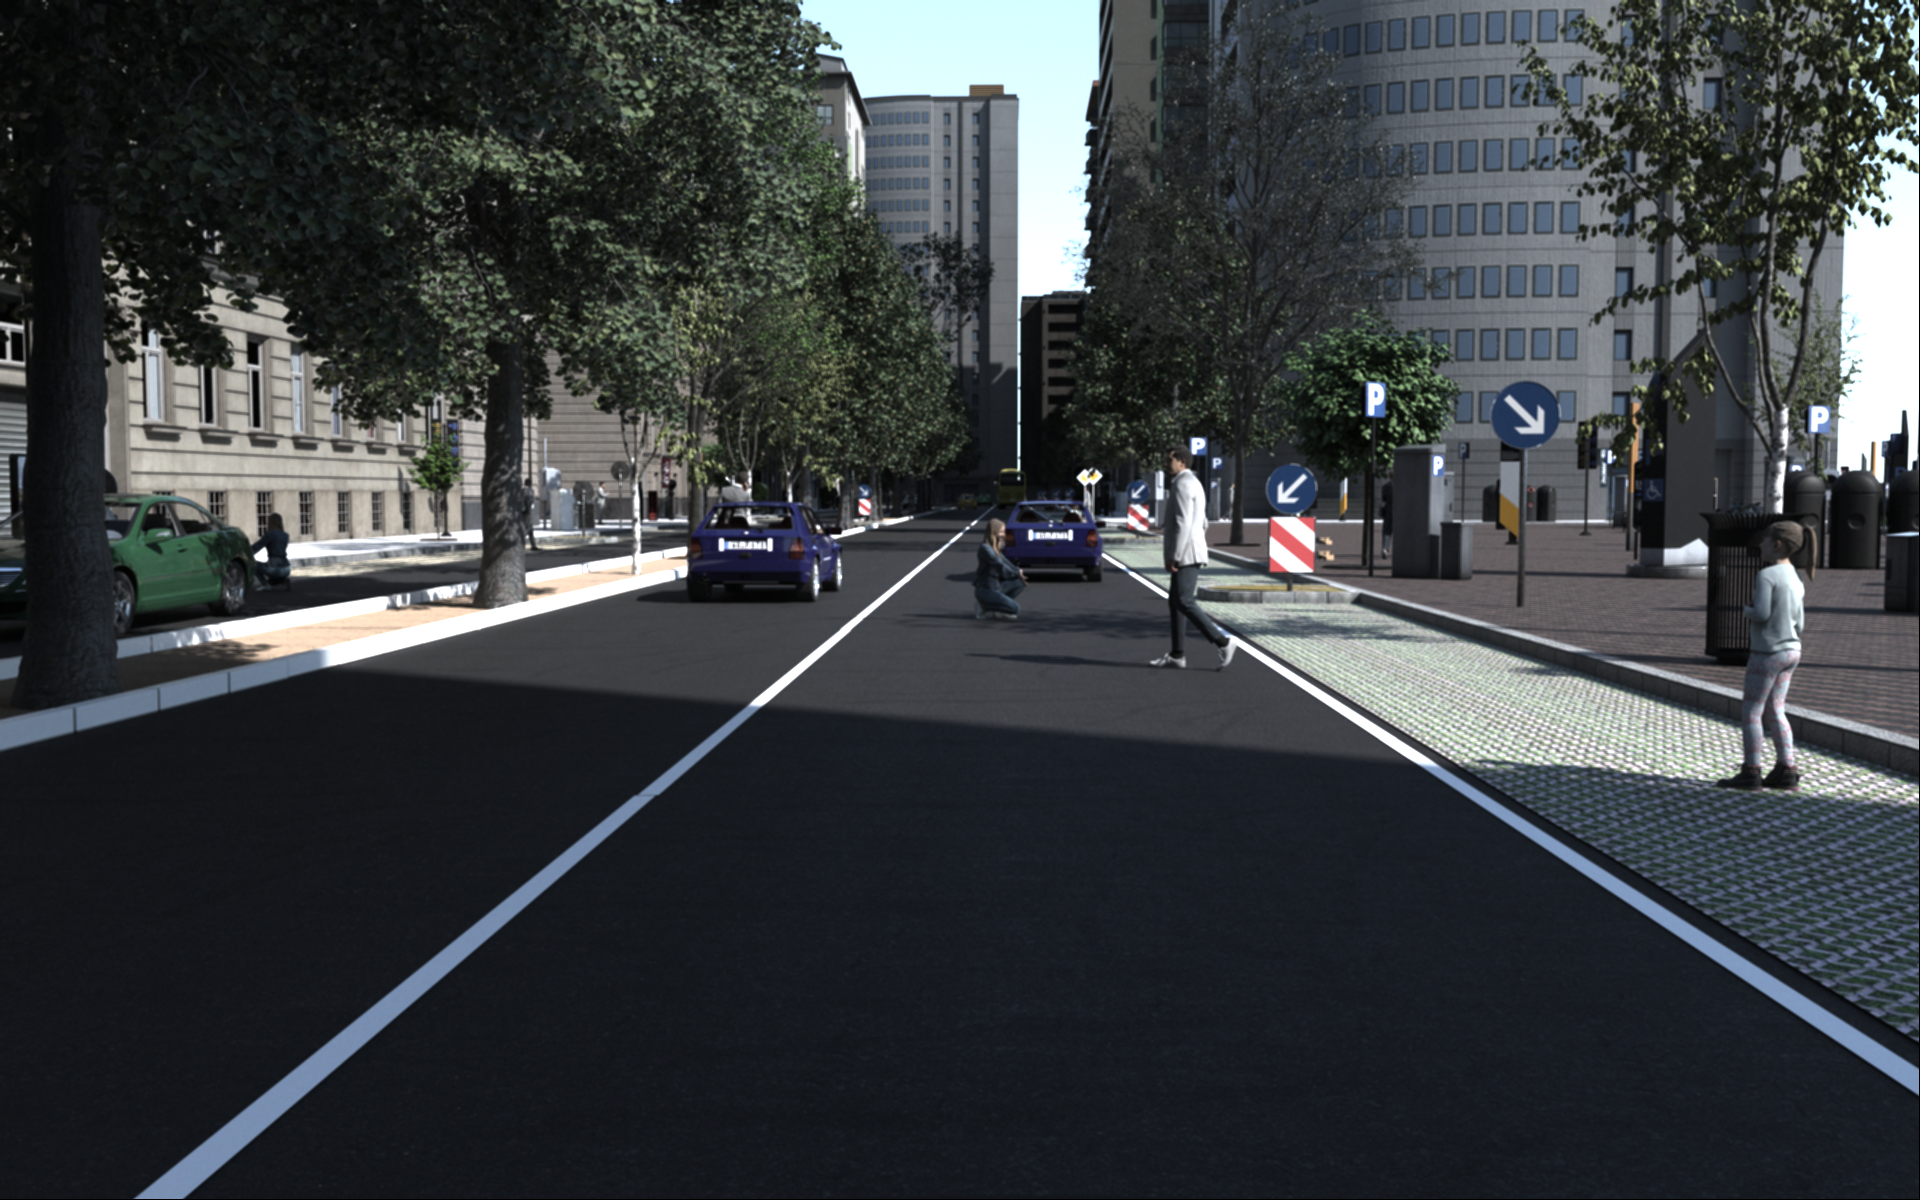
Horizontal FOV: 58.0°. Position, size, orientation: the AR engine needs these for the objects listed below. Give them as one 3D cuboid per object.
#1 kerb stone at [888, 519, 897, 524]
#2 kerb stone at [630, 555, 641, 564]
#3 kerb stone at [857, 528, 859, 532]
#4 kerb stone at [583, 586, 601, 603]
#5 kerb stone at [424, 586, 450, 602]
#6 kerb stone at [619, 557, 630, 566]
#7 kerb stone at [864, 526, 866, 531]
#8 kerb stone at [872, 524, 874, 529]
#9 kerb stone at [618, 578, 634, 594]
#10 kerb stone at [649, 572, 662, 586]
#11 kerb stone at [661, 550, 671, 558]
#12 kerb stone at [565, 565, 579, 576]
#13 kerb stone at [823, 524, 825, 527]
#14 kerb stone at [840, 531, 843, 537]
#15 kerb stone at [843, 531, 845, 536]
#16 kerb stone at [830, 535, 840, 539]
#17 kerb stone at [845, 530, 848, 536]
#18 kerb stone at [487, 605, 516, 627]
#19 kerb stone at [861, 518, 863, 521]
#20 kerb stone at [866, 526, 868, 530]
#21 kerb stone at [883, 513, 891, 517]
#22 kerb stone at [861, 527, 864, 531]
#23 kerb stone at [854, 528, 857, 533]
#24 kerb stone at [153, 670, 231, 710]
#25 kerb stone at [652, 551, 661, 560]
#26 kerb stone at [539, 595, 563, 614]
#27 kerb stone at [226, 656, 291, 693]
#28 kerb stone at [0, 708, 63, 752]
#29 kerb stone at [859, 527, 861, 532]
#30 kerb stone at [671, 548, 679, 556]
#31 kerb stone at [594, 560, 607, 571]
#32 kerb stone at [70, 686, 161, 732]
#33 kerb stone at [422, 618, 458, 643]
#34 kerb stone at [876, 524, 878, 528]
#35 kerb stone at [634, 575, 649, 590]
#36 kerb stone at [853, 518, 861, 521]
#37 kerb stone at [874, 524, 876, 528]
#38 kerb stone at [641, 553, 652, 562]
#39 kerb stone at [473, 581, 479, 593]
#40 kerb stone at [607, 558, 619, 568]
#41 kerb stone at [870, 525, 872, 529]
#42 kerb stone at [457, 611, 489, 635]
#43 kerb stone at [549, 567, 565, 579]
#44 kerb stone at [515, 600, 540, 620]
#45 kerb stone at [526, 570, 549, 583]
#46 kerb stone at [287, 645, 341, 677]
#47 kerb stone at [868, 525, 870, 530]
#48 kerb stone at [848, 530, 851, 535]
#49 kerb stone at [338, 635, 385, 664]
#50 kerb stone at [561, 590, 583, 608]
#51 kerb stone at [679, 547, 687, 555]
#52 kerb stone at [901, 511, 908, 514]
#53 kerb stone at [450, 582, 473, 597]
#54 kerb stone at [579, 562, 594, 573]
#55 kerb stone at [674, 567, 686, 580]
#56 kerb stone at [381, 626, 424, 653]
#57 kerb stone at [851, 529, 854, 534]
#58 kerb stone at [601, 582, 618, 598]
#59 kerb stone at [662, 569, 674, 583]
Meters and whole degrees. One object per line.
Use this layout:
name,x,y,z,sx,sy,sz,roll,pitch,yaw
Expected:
kerb stone,-3.286,-3.788,84.197,0.120,0.150,1.000,0,4,2
kerb stone,-6.763,-0.812,35.575,0.120,0.150,1.000,0,4,2
kerb stone,-3.891,-2.499,63.160,0.120,0.150,1.000,0,4,2
kerb stone,-5.016,-0.058,23.198,0.120,0.150,1.000,0,4,2
kerb stone,-7.110,-0.065,23.255,0.120,0.150,1.000,0,4,2
kerb stone,-6.796,-0.749,34.549,0.120,0.150,1.000,0,4,2
kerb stone,-3.798,-2.694,66.243,0.120,0.150,1.000,0,4,2
kerb stone,-3.683,-2.944,70.340,0.120,0.150,1.000,0,4,2
kerb stone,-4.960,-0.186,25.241,0.120,0.150,1.000,0,4,2
kerb stone,-4.894,-0.311,27.285,0.120,0.150,1.000,0,4,2
kerb stone,-6.676,-1.003,38.662,0.120,0.150,1.000,0,4,2
kerb stone,-6.916,-0.504,30.430,0.120,0.150,1.000,0,4,2
kerb stone,-5.693,-3.134,73.490,0.120,0.150,1.000,0,4,2
kerb stone,-4.059,-2.130,57.017,0.120,0.150,1.000,0,4,2
kerb stone,-4.035,-2.192,58.042,0.120,0.150,1.000,0,4,2
kerb stone,-4.080,-2.064,55.991,0.120,0.150,1.000,0,4,2
kerb stone,-4.005,-2.254,59.064,0.120,0.150,1.000,0,4,2
kerb stone,-5.131,0.189,19.109,0.120,0.150,1.000,0,4,2
kerb stone,-5.237,-4.110,89.392,0.120,0.150,1.000,0,4,2
kerb stone,-3.772,-2.753,67.265,0.120,0.150,1.000,0,4,2
kerb stone,-4.663,-5.364,109.907,0.120,0.150,1.000,0,4,2
kerb stone,-3.823,-2.632,65.222,0.120,0.150,1.000,0,4,2
kerb stone,-3.907,-2.443,62.131,0.120,0.150,1.000,0,4,2
kerb stone,-5.334,0.627,11.948,0.120,0.150,1.000,0,4,2
kerb stone,-6.705,-0.944,37.622,0.120,0.150,1.000,0,4,2
kerb stone,-5.068,0.066,21.154,0.120,0.150,1.000,0,4,2
kerb stone,-5.301,0.564,12.971,0.120,0.150,1.000,0,4,2
kerb stone,-5.392,0.753,9.890,0.120,0.150,1.000,0,4,2
kerb stone,-3.859,-2.569,64.194,0.120,0.150,1.000,0,4,2
kerb stone,-6.656,-1.067,39.694,0.120,0.150,1.000,0,4,2
kerb stone,-6.854,-0.630,32.488,0.120,0.150,1.000,0,4,2
kerb stone,-5.362,0.691,10.920,0.120,0.150,1.000,0,4,2
kerb stone,-5.187,0.315,17.063,0.120,0.150,1.000,0,4,2
kerb stone,-3.625,-3.070,72.393,0.120,0.150,1.000,0,4,2
kerb stone,-4.923,-0.247,26.264,0.120,0.150,1.000,0,4,2
kerb stone,-5.277,-4.047,88.370,0.120,0.150,1.000,0,4,2
kerb stone,-3.656,-3.003,71.362,0.120,0.150,1.000,0,4,2
kerb stone,-6.728,-0.876,36.597,0.120,0.150,1.000,0,4,2
kerb stone,-7.053,-0.191,25.313,0.120,0.150,1.000,0,4,2
kerb stone,-6.820,-0.693,33.519,0.120,0.150,1.000,0,4,2
kerb stone,-3.712,-2.882,69.319,0.120,0.150,1.000,0,4,2
kerb stone,-5.159,0.252,18.088,0.120,0.150,1.000,0,4,2
kerb stone,-6.941,-0.440,29.400,0.120,0.150,1.000,0,4,2
kerb stone,-5.103,0.126,20.131,0.120,0.150,1.000,0,4,2
kerb stone,-6.966,-0.378,28.378,0.120,0.150,1.000,0,4,2
kerb stone,-5.281,0.501,13.997,0.120,0.150,1.000,0,4,2
kerb stone,-3.740,-2.820,68.294,0.120,0.150,1.000,0,4,2
kerb stone,-3.964,-2.317,60.085,0.120,0.150,1.000,0,4,2
kerb stone,-5.248,0.442,15.020,0.120,0.150,1.000,0,4,2
kerb stone,-5.042,0.002,22.176,0.120,0.150,1.000,0,4,2
kerb stone,-6.626,-1.133,40.716,0.120,0.150,1.000,0,4,2
kerb stone,-4.115,-6.554,129.367,0.120,0.150,1.000,0,4,2
kerb stone,-7.079,-0.128,24.287,0.120,0.150,1.000,0,4,2
kerb stone,-6.878,-0.567,31.459,0.120,0.150,1.000,0,4,2
kerb stone,-4.835,-0.433,29.331,0.120,0.150,1.000,0,4,2
kerb stone,-5.219,0.377,16.041,0.120,0.150,1.000,0,4,2
kerb stone,-3.944,-2.380,61.108,0.120,0.150,1.000,0,4,2
kerb stone,-4.985,-0.124,24.219,0.120,0.150,1.000,0,4,2
kerb stone,-4.868,-0.374,28.307,0.120,0.150,1.000,0,4,2
